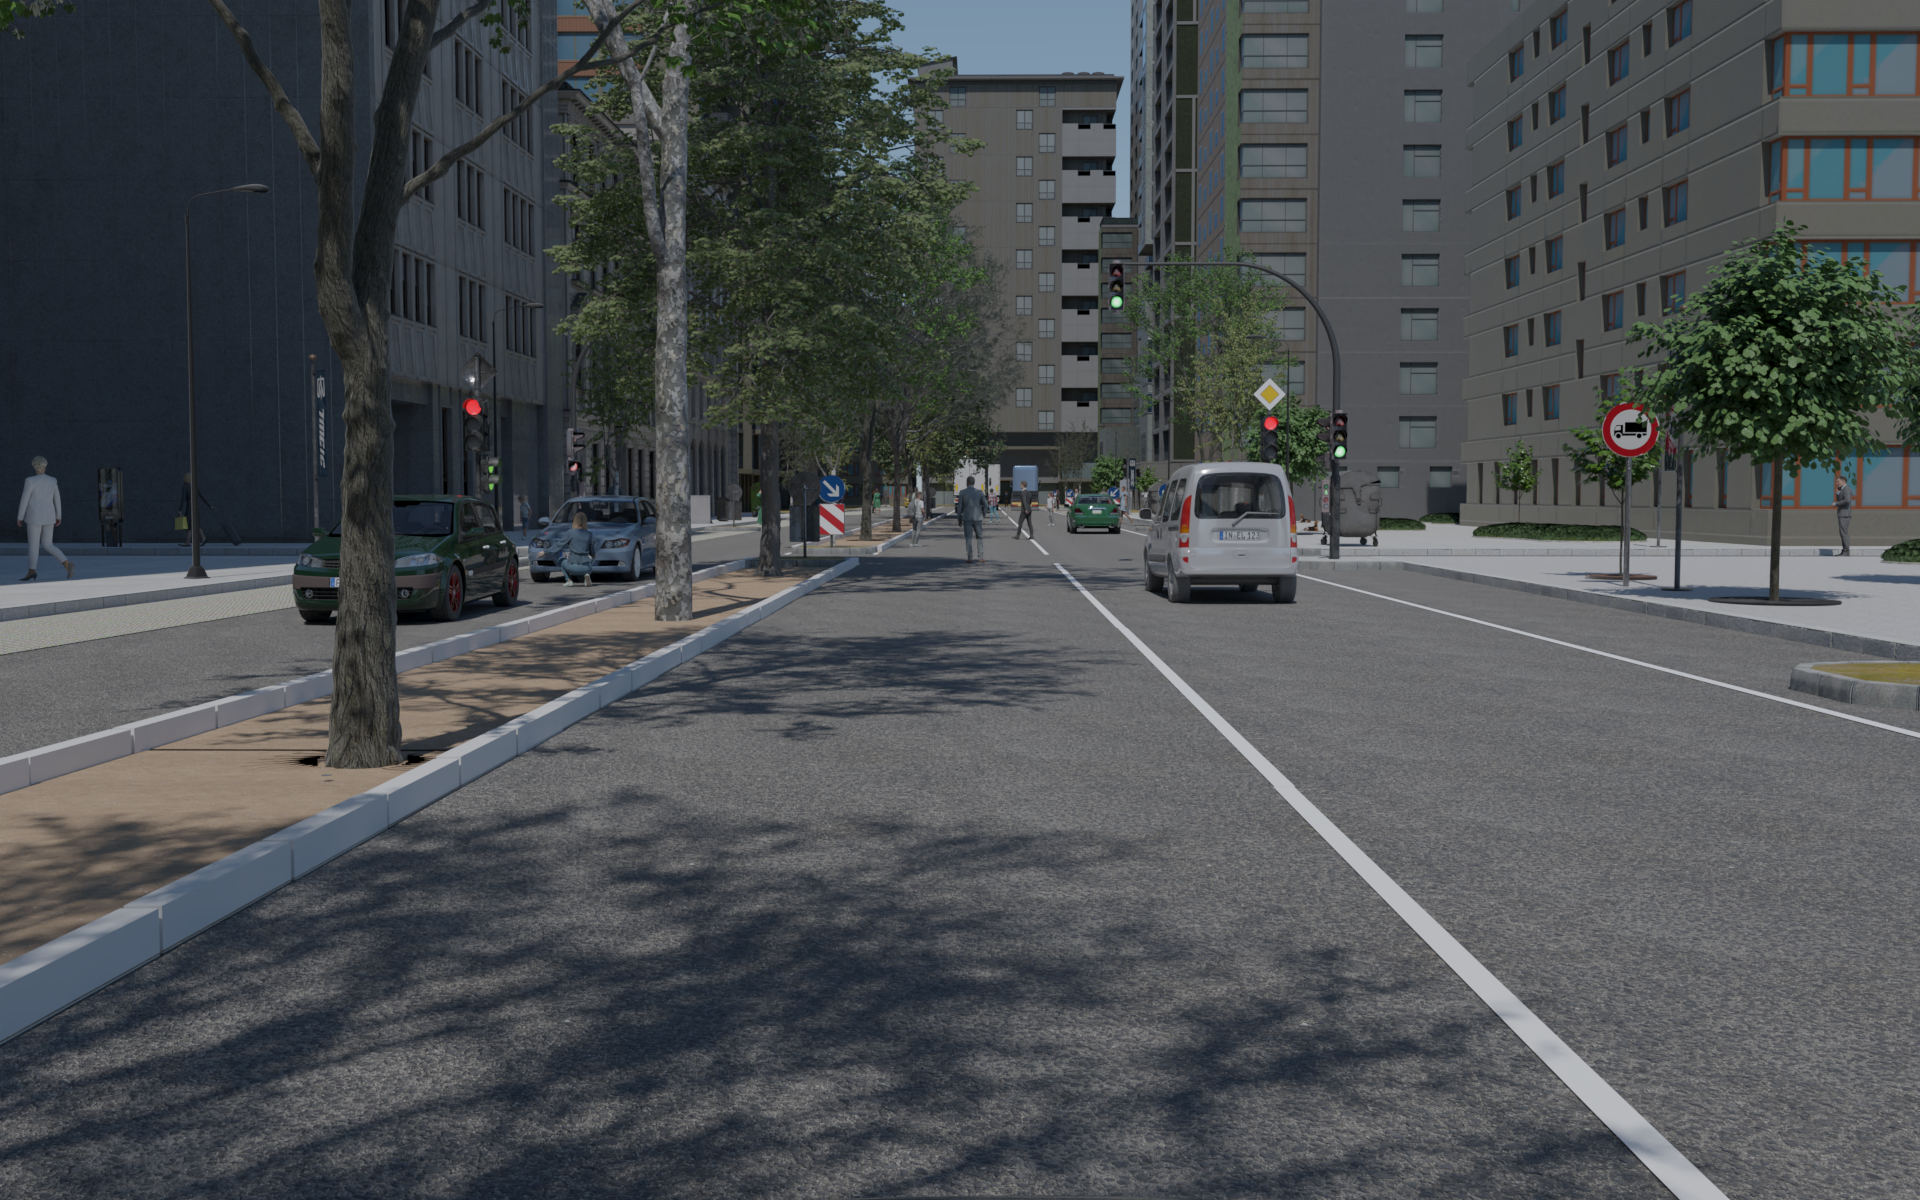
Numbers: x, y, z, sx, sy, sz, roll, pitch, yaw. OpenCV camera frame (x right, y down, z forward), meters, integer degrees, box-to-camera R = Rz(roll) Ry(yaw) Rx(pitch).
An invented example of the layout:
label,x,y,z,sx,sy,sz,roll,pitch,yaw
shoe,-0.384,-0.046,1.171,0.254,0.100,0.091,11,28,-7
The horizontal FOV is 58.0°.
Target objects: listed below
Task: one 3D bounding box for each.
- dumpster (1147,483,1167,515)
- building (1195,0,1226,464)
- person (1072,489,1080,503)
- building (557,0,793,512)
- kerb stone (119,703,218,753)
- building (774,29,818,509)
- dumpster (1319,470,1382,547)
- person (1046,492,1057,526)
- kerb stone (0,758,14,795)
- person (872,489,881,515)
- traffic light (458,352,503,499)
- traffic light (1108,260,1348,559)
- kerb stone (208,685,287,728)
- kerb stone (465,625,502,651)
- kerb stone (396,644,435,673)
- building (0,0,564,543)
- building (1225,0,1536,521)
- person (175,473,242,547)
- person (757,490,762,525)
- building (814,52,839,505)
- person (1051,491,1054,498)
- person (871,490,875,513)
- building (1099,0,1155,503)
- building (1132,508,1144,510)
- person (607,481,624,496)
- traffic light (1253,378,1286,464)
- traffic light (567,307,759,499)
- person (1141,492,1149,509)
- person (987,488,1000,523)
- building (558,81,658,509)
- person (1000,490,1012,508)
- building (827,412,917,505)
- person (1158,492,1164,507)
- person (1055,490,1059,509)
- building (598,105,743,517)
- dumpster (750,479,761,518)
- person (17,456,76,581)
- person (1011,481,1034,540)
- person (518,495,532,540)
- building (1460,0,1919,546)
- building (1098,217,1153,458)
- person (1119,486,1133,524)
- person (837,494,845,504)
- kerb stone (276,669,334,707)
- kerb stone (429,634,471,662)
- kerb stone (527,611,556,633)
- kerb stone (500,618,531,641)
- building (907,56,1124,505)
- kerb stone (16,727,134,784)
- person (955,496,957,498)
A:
label,x,y,z,sx,sy,sz,roll,pitch,yaw
dumpster,10.203,-5.029,87.989,1.264,1.857,1.865,0,4,1
building,22.737,-28.085,109.298,14.600,45.320,14.200,0,4,1
person,7.825,-6.568,116.291,0.661,1.777,0.834,1,4,21
building,-24.656,-29.166,131.494,22.147,44.769,28.867,0,4,1
kerb stone,-4.577,0.747,9.993,0.120,0.150,1.000,0,4,1
building,-20.245,-30.760,153.039,14.600,45.320,14.200,0,4,1
dumpster,9.647,-2.264,42.773,1.264,1.857,1.865,0,4,1
person,4.137,-4.121,78.482,0.503,1.515,0.523,1,4,18
kerb stone,-4.605,0.872,7.946,0.120,0.150,1.000,0,4,1
person,-5.557,-6.559,115.985,0.600,1.795,0.529,-3,5,-42
traffic light,-9.510,-2.773,34.253,0.839,4.253,0.868,0,4,1
traffic light,5.256,-3.624,33.915,4.771,5.953,1.251,0,4,1
kerb stone,-4.559,0.684,11.016,0.120,0.150,1.000,0,4,1
kerb stone,-4.490,0.371,16.137,0.120,0.150,1.000,0,4,1
kerb stone,-4.515,0.498,14.087,0.120,0.150,1.000,0,4,1
building,-21.002,-14.459,54.420,12.078,24.808,19.932,0,4,1
building,20.219,-24.695,87.355,14.154,41.232,14.086,0,4,1
person,-18.432,-2.212,42.424,1.509,1.804,0.699,-2,4,-31
person,-5.500,-2.482,49.330,0.600,1.795,0.529,-1,4,-11
building,-28.113,-34.142,177.822,30.456,49.044,23.786,0,4,1
person,9.865,-10.756,185.082,0.721,1.743,1.217,3,5,41
person,-6.356,-7.310,128.848,0.721,1.723,1.217,-1,4,-12
building,25.104,-51.719,158.279,22.319,86.520,31.000,0,4,1
building,23.931,-42.492,133.004,20.563,71.187,20.611,0,4,1
person,-12.123,-3.345,60.914,0.661,1.801,0.590,0,4,-3
traffic light,7.465,-3.247,42.010,0.839,4.253,0.868,0,4,1
traffic light,-7.302,-4.133,42.242,4.771,5.953,1.251,0,4,1
person,12.417,-6.702,115.729,0.679,1.850,0.850,0,4,-4
person,1.657,-4.752,87.030,0.563,1.720,0.643,-3,4,-39
building,-19.221,-12.819,74.223,10.561,19.102,19.286,0,4,1
person,4.813,-10.499,179.797,1.348,1.869,0.705,1,4,10
building,-20.425,-22.818,218.119,28.899,21.520,27.650,0,4,1
person,6.276,-2.620,51.315,0.794,1.824,0.713,0,4,-4
person,9.120,-9.388,162.138,0.705,1.807,1.348,0,4,-6
building,-19.795,-15.541,95.892,13.314,21.916,24.055,0,4,1
dumpster,-10.756,-5.652,94.907,1.502,2.255,1.985,0,4,1
person,-13.526,-1.203,25.596,0.818,1.842,0.514,0,4,7
person,1.987,-2.821,54.406,0.755,1.850,0.659,2,4,33
person,-12.238,-2.323,48.702,0.352,1.250,0.332,-2,4,-26
building,34.515,-12.877,55.577,28.899,21.520,27.650,0,4,1
building,21.440,-25.129,182.556,14.160,30.474,14.107,0,4,1
person,7.919,-4.568,83.289,0.778,1.811,0.616,0,4,6
person,-10.077,-8.519,145.781,0.683,1.767,0.568,-1,4,-17
kerb stone,-4.545,0.623,12.038,0.120,0.150,1.000,0,4,1
kerb stone,-4.494,0.433,15.109,0.120,0.150,1.000,0,4,1
kerb stone,-4.452,0.249,18.185,0.120,0.150,1.000,0,4,1
kerb stone,-4.469,0.311,17.159,0.120,0.150,1.000,0,4,1
building,7.780,-38.430,217.572,27.495,52.752,28.713,0,4,1
kerb stone,-4.600,0.813,8.972,0.120,0.150,1.000,0,4,1
person,-0.223,-8.688,153.776,0.421,1.427,0.697,0,4,-2
